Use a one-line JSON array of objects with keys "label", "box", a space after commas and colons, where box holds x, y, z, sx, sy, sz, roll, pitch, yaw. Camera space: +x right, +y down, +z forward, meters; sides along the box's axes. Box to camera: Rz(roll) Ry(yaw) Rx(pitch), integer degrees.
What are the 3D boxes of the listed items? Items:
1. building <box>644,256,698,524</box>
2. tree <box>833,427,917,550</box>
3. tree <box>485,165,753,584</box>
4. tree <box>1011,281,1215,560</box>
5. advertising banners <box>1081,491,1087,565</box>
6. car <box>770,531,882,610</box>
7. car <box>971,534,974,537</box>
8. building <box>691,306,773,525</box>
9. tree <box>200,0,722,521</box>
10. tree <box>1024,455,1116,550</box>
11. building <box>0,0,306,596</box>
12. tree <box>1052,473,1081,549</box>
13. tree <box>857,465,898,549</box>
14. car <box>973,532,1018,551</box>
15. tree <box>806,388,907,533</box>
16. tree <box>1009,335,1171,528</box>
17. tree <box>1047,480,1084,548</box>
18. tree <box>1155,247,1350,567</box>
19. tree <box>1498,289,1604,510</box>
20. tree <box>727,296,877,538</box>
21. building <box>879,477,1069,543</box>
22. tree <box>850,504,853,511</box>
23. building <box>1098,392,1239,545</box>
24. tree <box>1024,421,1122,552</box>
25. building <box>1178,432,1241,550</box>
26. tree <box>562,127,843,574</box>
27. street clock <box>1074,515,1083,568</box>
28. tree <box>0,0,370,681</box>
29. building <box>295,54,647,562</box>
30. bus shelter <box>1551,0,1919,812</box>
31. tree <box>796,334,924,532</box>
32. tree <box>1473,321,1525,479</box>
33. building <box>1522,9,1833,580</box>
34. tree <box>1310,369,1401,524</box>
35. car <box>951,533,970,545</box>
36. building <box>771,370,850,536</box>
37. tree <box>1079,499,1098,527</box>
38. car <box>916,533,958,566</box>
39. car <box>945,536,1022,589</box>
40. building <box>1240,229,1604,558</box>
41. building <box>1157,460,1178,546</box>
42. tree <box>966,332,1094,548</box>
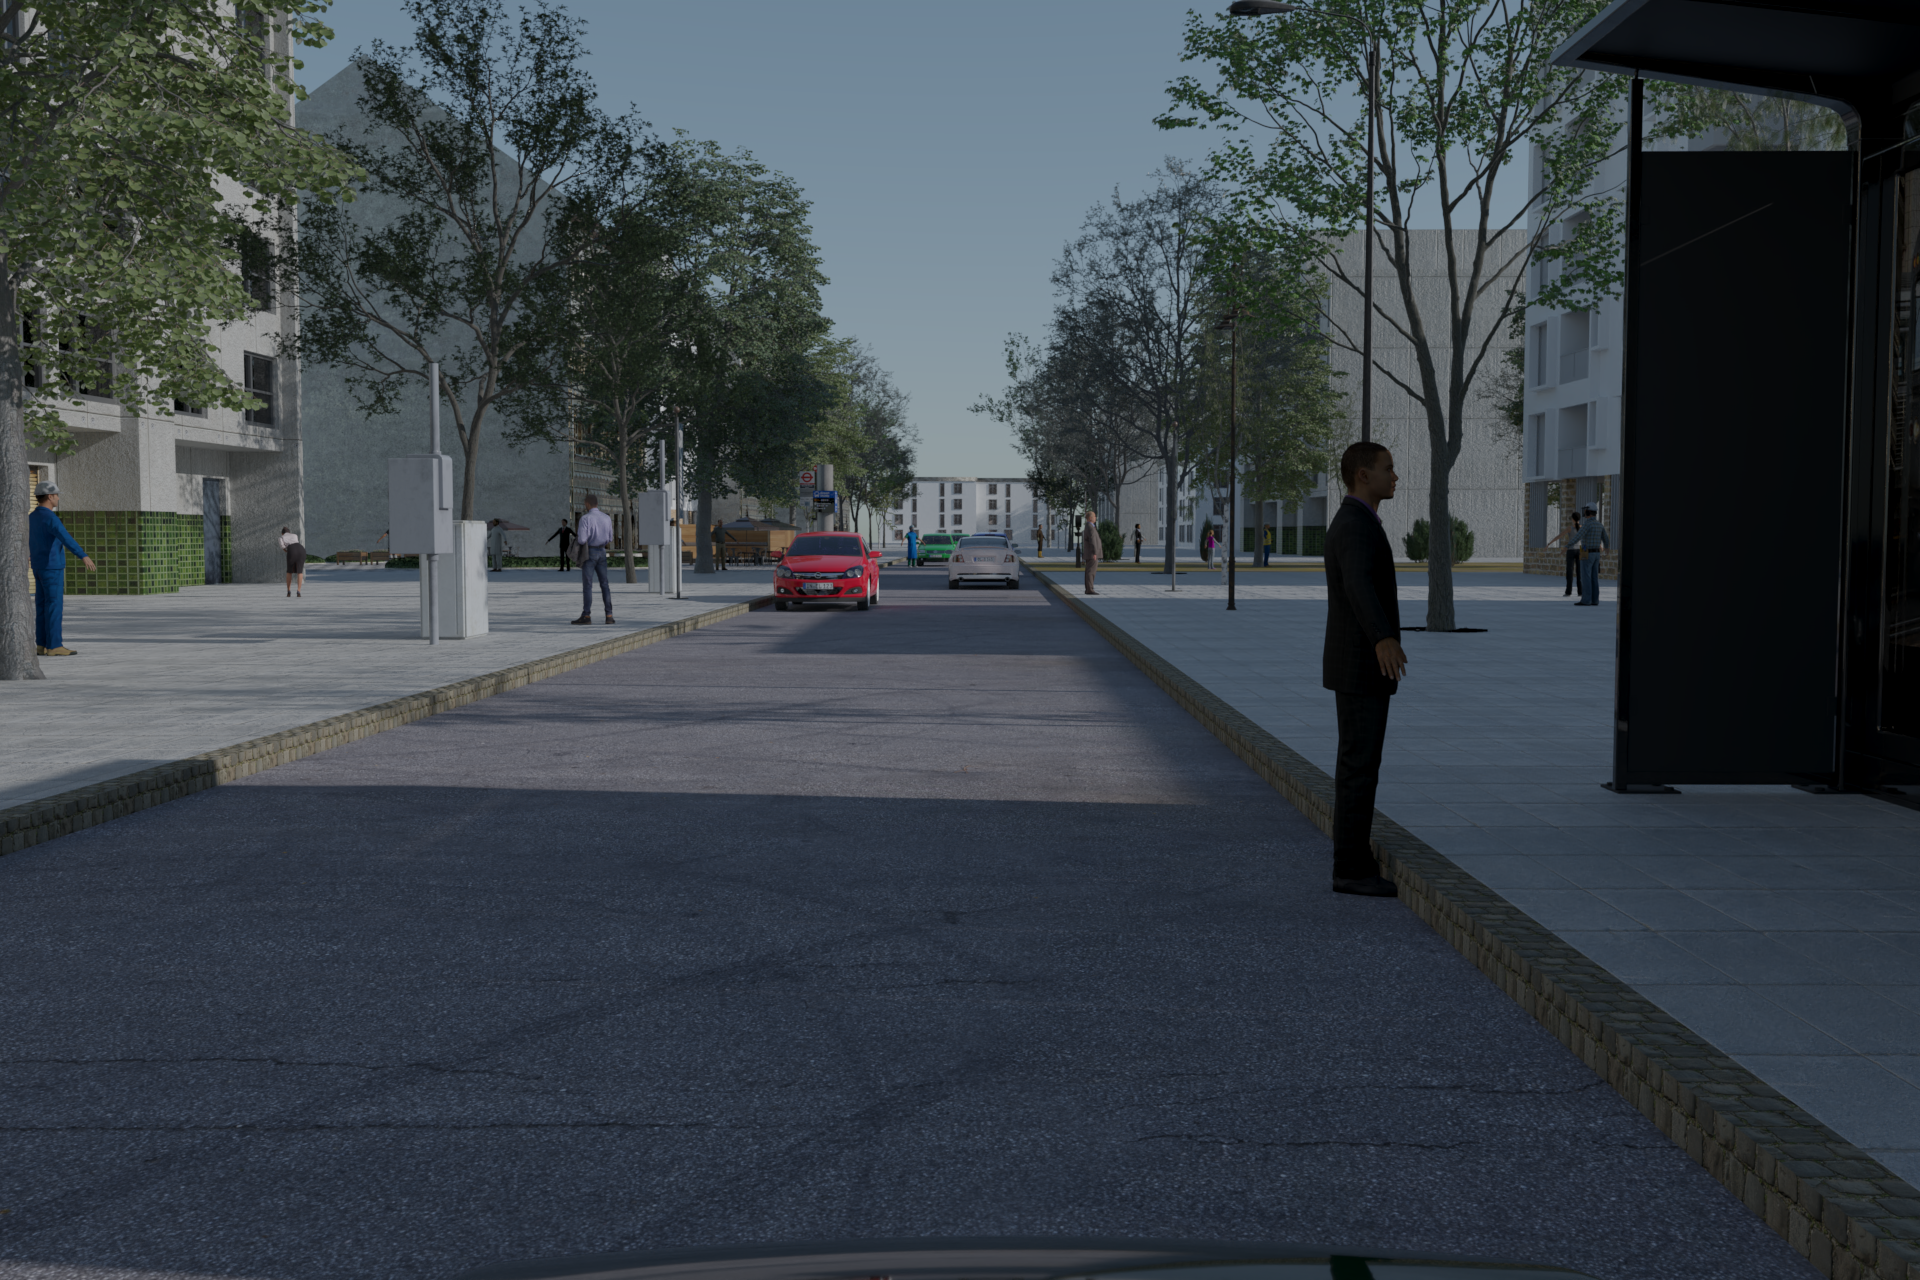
[{"label": "building", "box": [-24.261, -15.788, 114.550, 16.016, 20.090, 11.380, 0, 4, 1]}, {"label": "tree", "box": [-7.034, -12.554, 139.666, 8.767, 10.594, 7.601, 2, 4, 27]}, {"label": "tree", "box": [-8.871, -6.740, 44.619, 7.601, 10.594, 8.767, 0, 4, -7]}, {"label": "tree", "box": [7.689, -10.701, 85.337, 12.009, 13.543, 11.850, 0, 3, 0]}, {"label": "advertising banners", "box": [5.088, -4.590, 71.232, 0.090, 3.025, 2.074, 0, 4, -1]}, {"label": "car", "box": [-2.569, -1.517, 33.838, 2.155, 1.783, 4.494, 0, 4, 1]}, {"label": "car", "box": [1.397, -6.667, 120.802, 2.131, 1.459, 4.920, 0, 4, 1]}, {"label": "building", "box": [-25.437, -18.799, 138.291, 19.493, 23.208, 18.063, 0, 4, 1]}, {"label": "tree", "box": [-8.369, -5.776, 28.857, 8.767, 10.594, 7.601, -1, 4, -13]}, {"label": "tree", "box": [8.710, -12.372, 136.694, 8.767, 10.594, 7.601, 2, 4, 28]}, {"label": "building", "box": [-25.486, -9.938, 28.944, 16.747, 18.905, 31.486, 0, 3, 0]}, {"label": "tree", "box": [8.992, -11.872, 144.475, 4.737, 8.622, 4.395, 0, 3, 0]}, {"label": "tree", "box": [-6.985, -12.160, 149.173, 4.737, 8.622, 4.395, 0, 3, 0]}, {"label": "car", "box": [1.021, -3.028, 59.092, 1.945, 1.707, 3.694, 0, 4, 1]}, {"label": "tree", "box": [-7.556, -12.117, 123.864, 9.928, 11.665, 9.643, 0, 3, 0]}, {"label": "tree", "box": [7.656, -11.528, 98.858, 12.009, 13.543, 11.850, 0, 3, 0]}, {"label": "tree", "box": [8.809, -12.434, 153.654, 4.737, 8.622, 4.395, 0, 3, 0]}, {"label": "tree", "box": [11.541, -9.151, 67.743, 7.486, 12.596, 7.792, 0, 3, 0]}, {"label": "tree", "box": [25.561, -9.782, 66.585, 9.857, 13.997, 8.962, 0, 3, 0]}, {"label": "tree", "box": [-7.813, -10.034, 82.186, 7.486, 12.596, 7.792, 0, 3, 0]}, {"label": "building", "box": [2.072, -18.956, 254.540, 28.070, 9.664, 9.099, 0, 4, -4]}, {"label": "tree", "box": [-16.741, -18.601, 254.492, 4.360, 8.622, 3.978, 0, 3, 0]}, {"label": "building", "box": [27.039, -21.740, 221.910, 16.747, 18.905, 31.486, 0, 4, 1]}, {"label": "tree", "box": [8.122, -11.562, 123.443, 7.601, 10.594, 8.767, -1, 4, -12]}, {"label": "building", "box": [23.636, -12.178, 141.255, 9.099, 9.664, 28.070, 0, 4, 1]}, {"label": "tree", "box": [-8.286, -9.149, 56.249, 9.857, 13.997, 8.962, 0, 3, 0]}, {"label": "street clock", "box": [4.465, -3.717, 65.335, 0.358, 2.002, 0.471, 0, 4, 0]}, {"label": "tree", "box": [-8.452, -5.897, 14.547, 7.486, 12.596, 7.792, 0, 3, 0]}, {"label": "building", "box": [-27.166, -15.781, 88.944, 19.493, 23.208, 18.063, 0, 4, 1]}, {"label": "bus shelter", "box": [3.713, -0.870, 5.508, 1.731, 3.624, 6.357, 0, 4, 1]}, {"label": "tree", "box": [-7.288, -11.990, 106.414, 12.009, 13.543, 11.850, 0, 3, 0]}, {"label": "tree", "box": [28.171, -10.224, 77.538, 12.009, 13.543, 11.850, 0, 3, 0]}, {"label": "building", "box": [23.183, -12.064, 53.671, 16.016, 20.090, 11.380, 0, 4, 1]}, {"label": "tree", "box": [17.157, -7.759, 77.221, 4.360, 8.622, 3.978, 0, 3, 0]}, {"label": "car", "box": [-0.101, -5.255, 94.720, 1.959, 1.807, 4.718, 0, 4, 1]}, {"label": "building", "box": [-22.004, -21.909, 189.138, 19.493, 23.208, 18.063, 0, 4, 1]}, {"label": "tree", "box": [21.043, -20.334, 250.581, 7.486, 12.596, 7.792, 0, 3, 0]}, {"label": "car", "box": [-1.036, -4.237, 78.066, 1.959, 1.807, 4.718, 0, 4, 1]}, {"label": "car", "box": [0.624, -2.083, 46.427, 2.083, 1.381, 4.827, 0, 4, 0]}, {"label": "building", "box": [28.507, -14.848, 109.223, 16.747, 18.905, 31.486, 0, 4, 1]}, {"label": "building", "box": [27.297, -14.977, 187.013, 9.099, 9.664, 28.070, 0, 4, 0]}, {"label": "tree", "box": [7.067, -18.827, 163.707, 12.611, 20.169, 13.585, 0, 3, 0]}]
